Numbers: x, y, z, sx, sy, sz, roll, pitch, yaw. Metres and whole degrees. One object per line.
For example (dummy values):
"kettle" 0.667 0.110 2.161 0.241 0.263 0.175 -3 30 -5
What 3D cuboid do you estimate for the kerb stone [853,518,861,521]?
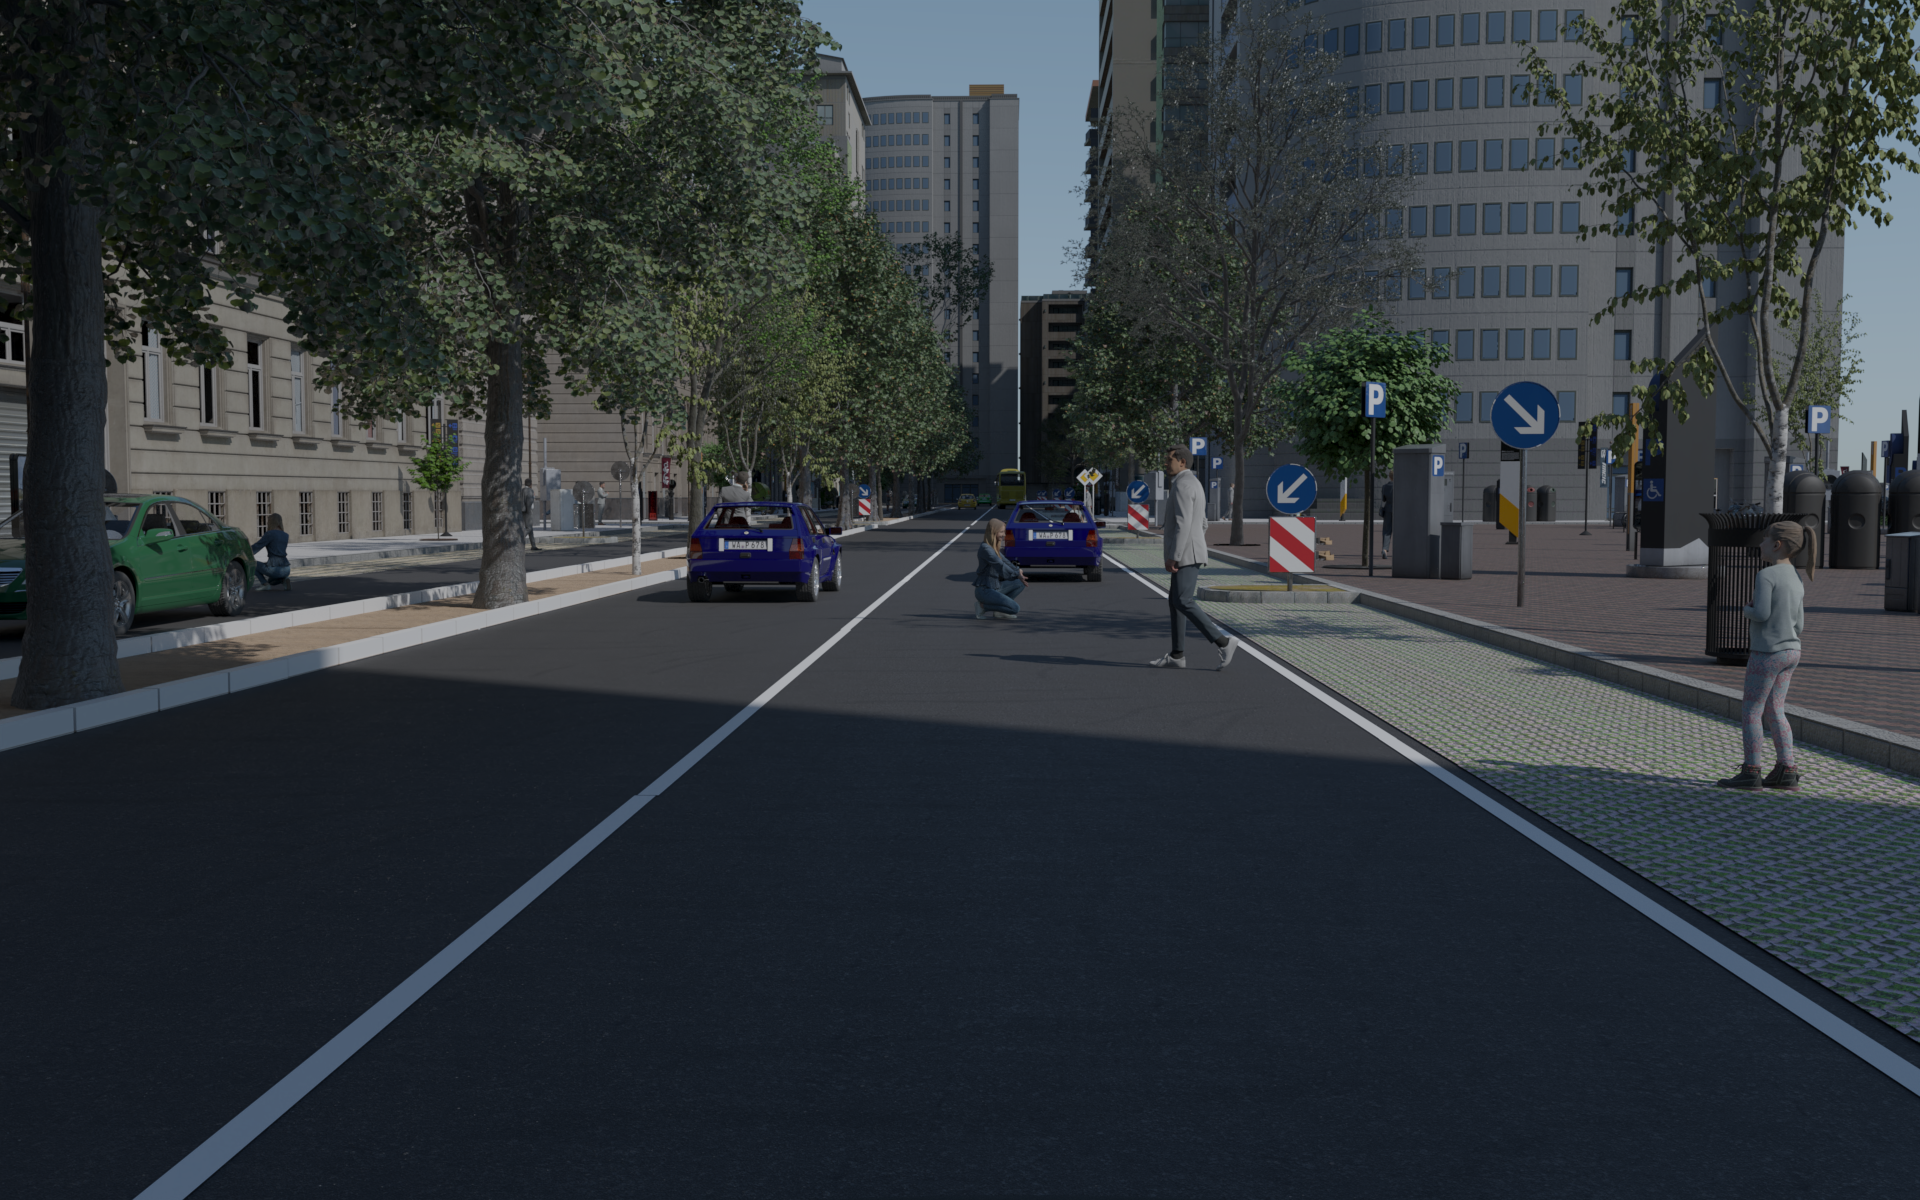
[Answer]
"kerb stone" -5.277 -4.047 88.370 0.120 0.150 1.000 0 4 2

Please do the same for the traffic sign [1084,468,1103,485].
"traffic sign" 5.616 -4.317 72.778 0.795 2.593 0.064 0 4 2

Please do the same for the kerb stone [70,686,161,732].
"kerb stone" -5.362 0.691 10.920 0.120 0.150 1.000 0 4 2

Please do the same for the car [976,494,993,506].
"car" 2.986 -12.361 210.894 1.959 1.807 4.718 0 4 1

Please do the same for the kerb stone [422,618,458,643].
"kerb stone" -5.187 0.315 17.063 0.120 0.150 1.000 0 4 2

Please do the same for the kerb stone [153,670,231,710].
"kerb stone" -5.334 0.627 11.948 0.120 0.150 1.000 0 4 2

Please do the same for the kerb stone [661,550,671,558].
"kerb stone" -6.676 -1.003 38.662 0.120 0.150 1.000 0 4 2

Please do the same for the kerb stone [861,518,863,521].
"kerb stone" -5.237 -4.110 89.392 0.120 0.150 1.000 0 4 2

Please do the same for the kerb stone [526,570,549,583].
"kerb stone" -6.966 -0.378 28.378 0.120 0.150 1.000 0 4 2

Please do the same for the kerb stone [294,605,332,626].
"kerb stone" -7.228 0.186 19.153 0.120 0.150 1.000 0 4 2

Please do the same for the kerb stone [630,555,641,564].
"kerb stone" -6.763 -0.812 35.575 0.120 0.150 1.000 0 4 2

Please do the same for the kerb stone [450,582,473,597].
"kerb stone" -7.079 -0.128 24.287 0.120 0.150 1.000 0 4 2

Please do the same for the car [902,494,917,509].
"car" -4.675 -9.770 171.542 2.131 1.459 4.920 0 4 3

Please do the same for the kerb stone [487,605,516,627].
"kerb stone" -5.131 0.189 19.109 0.120 0.150 1.000 0 4 2

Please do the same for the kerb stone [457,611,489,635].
"kerb stone" -5.159 0.252 18.088 0.120 0.150 1.000 0 4 2

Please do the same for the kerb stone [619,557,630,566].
"kerb stone" -6.796 -0.749 34.549 0.120 0.150 1.000 0 4 2

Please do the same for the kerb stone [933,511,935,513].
"kerb stone" -2.113 -6.359 126.195 0.120 0.150 1.000 0 4 2

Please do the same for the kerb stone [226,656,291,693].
"kerb stone" -5.301 0.564 12.971 0.120 0.150 1.000 0 4 2

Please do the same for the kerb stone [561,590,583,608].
"kerb stone" -5.042 0.002 22.176 0.120 0.150 1.000 0 4 2

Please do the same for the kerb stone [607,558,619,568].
"kerb stone" -6.820 -0.693 33.519 0.120 0.150 1.000 0 4 2

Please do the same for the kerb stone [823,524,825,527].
"kerb stone" -5.693 -3.134 73.490 0.120 0.150 1.000 0 4 2

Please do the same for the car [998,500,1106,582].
"car" 1.540 -1.044 29.642 1.945 1.354 3.894 0 4 3

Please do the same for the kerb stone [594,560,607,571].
"kerb stone" -6.854 -0.630 32.488 0.120 0.150 1.000 0 4 2

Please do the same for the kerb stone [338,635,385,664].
"kerb stone" -5.248 0.442 15.020 0.120 0.150 1.000 0 4 2

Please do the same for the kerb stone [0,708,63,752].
"kerb stone" -5.392 0.753 9.890 0.120 0.150 1.000 0 4 2

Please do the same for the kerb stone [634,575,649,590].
"kerb stone" -4.923 -0.247 26.264 0.120 0.150 1.000 0 4 2

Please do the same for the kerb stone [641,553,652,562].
"kerb stone" -6.728 -0.876 36.597 0.120 0.150 1.000 0 4 2

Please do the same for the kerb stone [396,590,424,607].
"kerb stone" -7.140 -0.002 22.228 0.120 0.150 1.000 0 4 2

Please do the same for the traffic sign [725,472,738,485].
"traffic sign" -10.646 -4.835 81.244 0.795 2.593 0.064 0 4 2

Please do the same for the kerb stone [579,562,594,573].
"kerb stone" -6.878 -0.567 31.459 0.120 0.150 1.000 0 4 2

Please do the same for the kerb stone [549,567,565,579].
"kerb stone" -6.941 -0.440 29.400 0.120 0.150 1.000 0 4 2

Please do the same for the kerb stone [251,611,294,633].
"kerb stone" -7.261 0.250 18.131 0.120 0.150 1.000 0 4 2

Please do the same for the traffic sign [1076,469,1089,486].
"traffic sign" 5.841 -4.805 80.759 0.795 2.593 0.064 0 4 2

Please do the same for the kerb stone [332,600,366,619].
"kerb stone" -7.199 0.123 20.178 0.120 0.150 1.000 0 4 2

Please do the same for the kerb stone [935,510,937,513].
"kerb stone" -2.014 -6.549 129.270 0.120 0.150 1.000 0 4 2

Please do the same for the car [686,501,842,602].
"car" -2.686 -0.722 24.388 1.945 1.354 3.894 0 4 3

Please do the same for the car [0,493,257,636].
"car" -9.426 -0.442 19.029 2.131 1.459 4.920 0 3 0

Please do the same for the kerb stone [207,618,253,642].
"kerb stone" -7.291 0.315 17.110 0.120 0.150 1.000 0 4 2

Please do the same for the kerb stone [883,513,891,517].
"kerb stone" -4.663 -5.364 109.907 0.120 0.150 1.000 0 4 2

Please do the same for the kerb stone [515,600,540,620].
"kerb stone" -5.103 0.126 20.131 0.120 0.150 1.000 0 4 2

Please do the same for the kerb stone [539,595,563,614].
"kerb stone" -5.068 0.066 21.154 0.120 0.150 1.000 0 4 2

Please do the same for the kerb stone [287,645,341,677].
"kerb stone" -5.281 0.501 13.997 0.120 0.150 1.000 0 4 2

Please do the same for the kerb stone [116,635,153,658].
"kerb stone" -7.347 0.436 15.067 0.120 0.150 1.000 0 4 2

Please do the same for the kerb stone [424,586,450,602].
"kerb stone" -7.110 -0.065 23.255 0.120 0.150 1.000 0 4 2

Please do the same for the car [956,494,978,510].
"car" 0.669 -9.096 158.948 2.015 1.641 3.980 0 4 0

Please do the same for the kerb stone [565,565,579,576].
"kerb stone" -6.916 -0.504 30.430 0.120 0.150 1.000 0 4 2

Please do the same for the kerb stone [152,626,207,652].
"kerb stone" -7.315 0.374 16.088 0.120 0.150 1.000 0 4 2

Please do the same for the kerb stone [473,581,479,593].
"kerb stone" -7.053 -0.191 25.313 0.120 0.150 1.000 0 4 2

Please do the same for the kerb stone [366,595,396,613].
"kerb stone" -7.167 0.061 21.202 0.120 0.150 1.000 0 4 2

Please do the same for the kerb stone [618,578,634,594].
"kerb stone" -4.960 -0.186 25.241 0.120 0.150 1.000 0 4 2

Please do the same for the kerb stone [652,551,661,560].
"kerb stone" -6.705 -0.944 37.622 0.120 0.150 1.000 0 4 2

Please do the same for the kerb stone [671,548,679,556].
"kerb stone" -6.656 -1.067 39.694 0.120 0.150 1.000 0 4 2

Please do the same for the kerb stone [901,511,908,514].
"kerb stone" -4.115 -6.554 129.367 0.120 0.150 1.000 0 4 2

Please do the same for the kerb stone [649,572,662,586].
"kerb stone" -4.894 -0.311 27.285 0.120 0.150 1.000 0 4 2

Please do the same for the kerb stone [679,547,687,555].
"kerb stone" -6.626 -1.133 40.716 0.120 0.150 1.000 0 4 2

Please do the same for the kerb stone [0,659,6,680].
"kerb stone" -7.405 0.562 13.021 0.120 0.150 1.000 0 4 2

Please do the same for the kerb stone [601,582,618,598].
"kerb stone" -4.985 -0.124 24.219 0.120 0.150 1.000 0 4 2

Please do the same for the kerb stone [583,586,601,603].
"kerb stone" -5.016 -0.058 23.198 0.120 0.150 1.000 0 4 2

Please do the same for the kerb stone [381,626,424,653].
"kerb stone" -5.219 0.377 16.041 0.120 0.150 1.000 0 4 2
